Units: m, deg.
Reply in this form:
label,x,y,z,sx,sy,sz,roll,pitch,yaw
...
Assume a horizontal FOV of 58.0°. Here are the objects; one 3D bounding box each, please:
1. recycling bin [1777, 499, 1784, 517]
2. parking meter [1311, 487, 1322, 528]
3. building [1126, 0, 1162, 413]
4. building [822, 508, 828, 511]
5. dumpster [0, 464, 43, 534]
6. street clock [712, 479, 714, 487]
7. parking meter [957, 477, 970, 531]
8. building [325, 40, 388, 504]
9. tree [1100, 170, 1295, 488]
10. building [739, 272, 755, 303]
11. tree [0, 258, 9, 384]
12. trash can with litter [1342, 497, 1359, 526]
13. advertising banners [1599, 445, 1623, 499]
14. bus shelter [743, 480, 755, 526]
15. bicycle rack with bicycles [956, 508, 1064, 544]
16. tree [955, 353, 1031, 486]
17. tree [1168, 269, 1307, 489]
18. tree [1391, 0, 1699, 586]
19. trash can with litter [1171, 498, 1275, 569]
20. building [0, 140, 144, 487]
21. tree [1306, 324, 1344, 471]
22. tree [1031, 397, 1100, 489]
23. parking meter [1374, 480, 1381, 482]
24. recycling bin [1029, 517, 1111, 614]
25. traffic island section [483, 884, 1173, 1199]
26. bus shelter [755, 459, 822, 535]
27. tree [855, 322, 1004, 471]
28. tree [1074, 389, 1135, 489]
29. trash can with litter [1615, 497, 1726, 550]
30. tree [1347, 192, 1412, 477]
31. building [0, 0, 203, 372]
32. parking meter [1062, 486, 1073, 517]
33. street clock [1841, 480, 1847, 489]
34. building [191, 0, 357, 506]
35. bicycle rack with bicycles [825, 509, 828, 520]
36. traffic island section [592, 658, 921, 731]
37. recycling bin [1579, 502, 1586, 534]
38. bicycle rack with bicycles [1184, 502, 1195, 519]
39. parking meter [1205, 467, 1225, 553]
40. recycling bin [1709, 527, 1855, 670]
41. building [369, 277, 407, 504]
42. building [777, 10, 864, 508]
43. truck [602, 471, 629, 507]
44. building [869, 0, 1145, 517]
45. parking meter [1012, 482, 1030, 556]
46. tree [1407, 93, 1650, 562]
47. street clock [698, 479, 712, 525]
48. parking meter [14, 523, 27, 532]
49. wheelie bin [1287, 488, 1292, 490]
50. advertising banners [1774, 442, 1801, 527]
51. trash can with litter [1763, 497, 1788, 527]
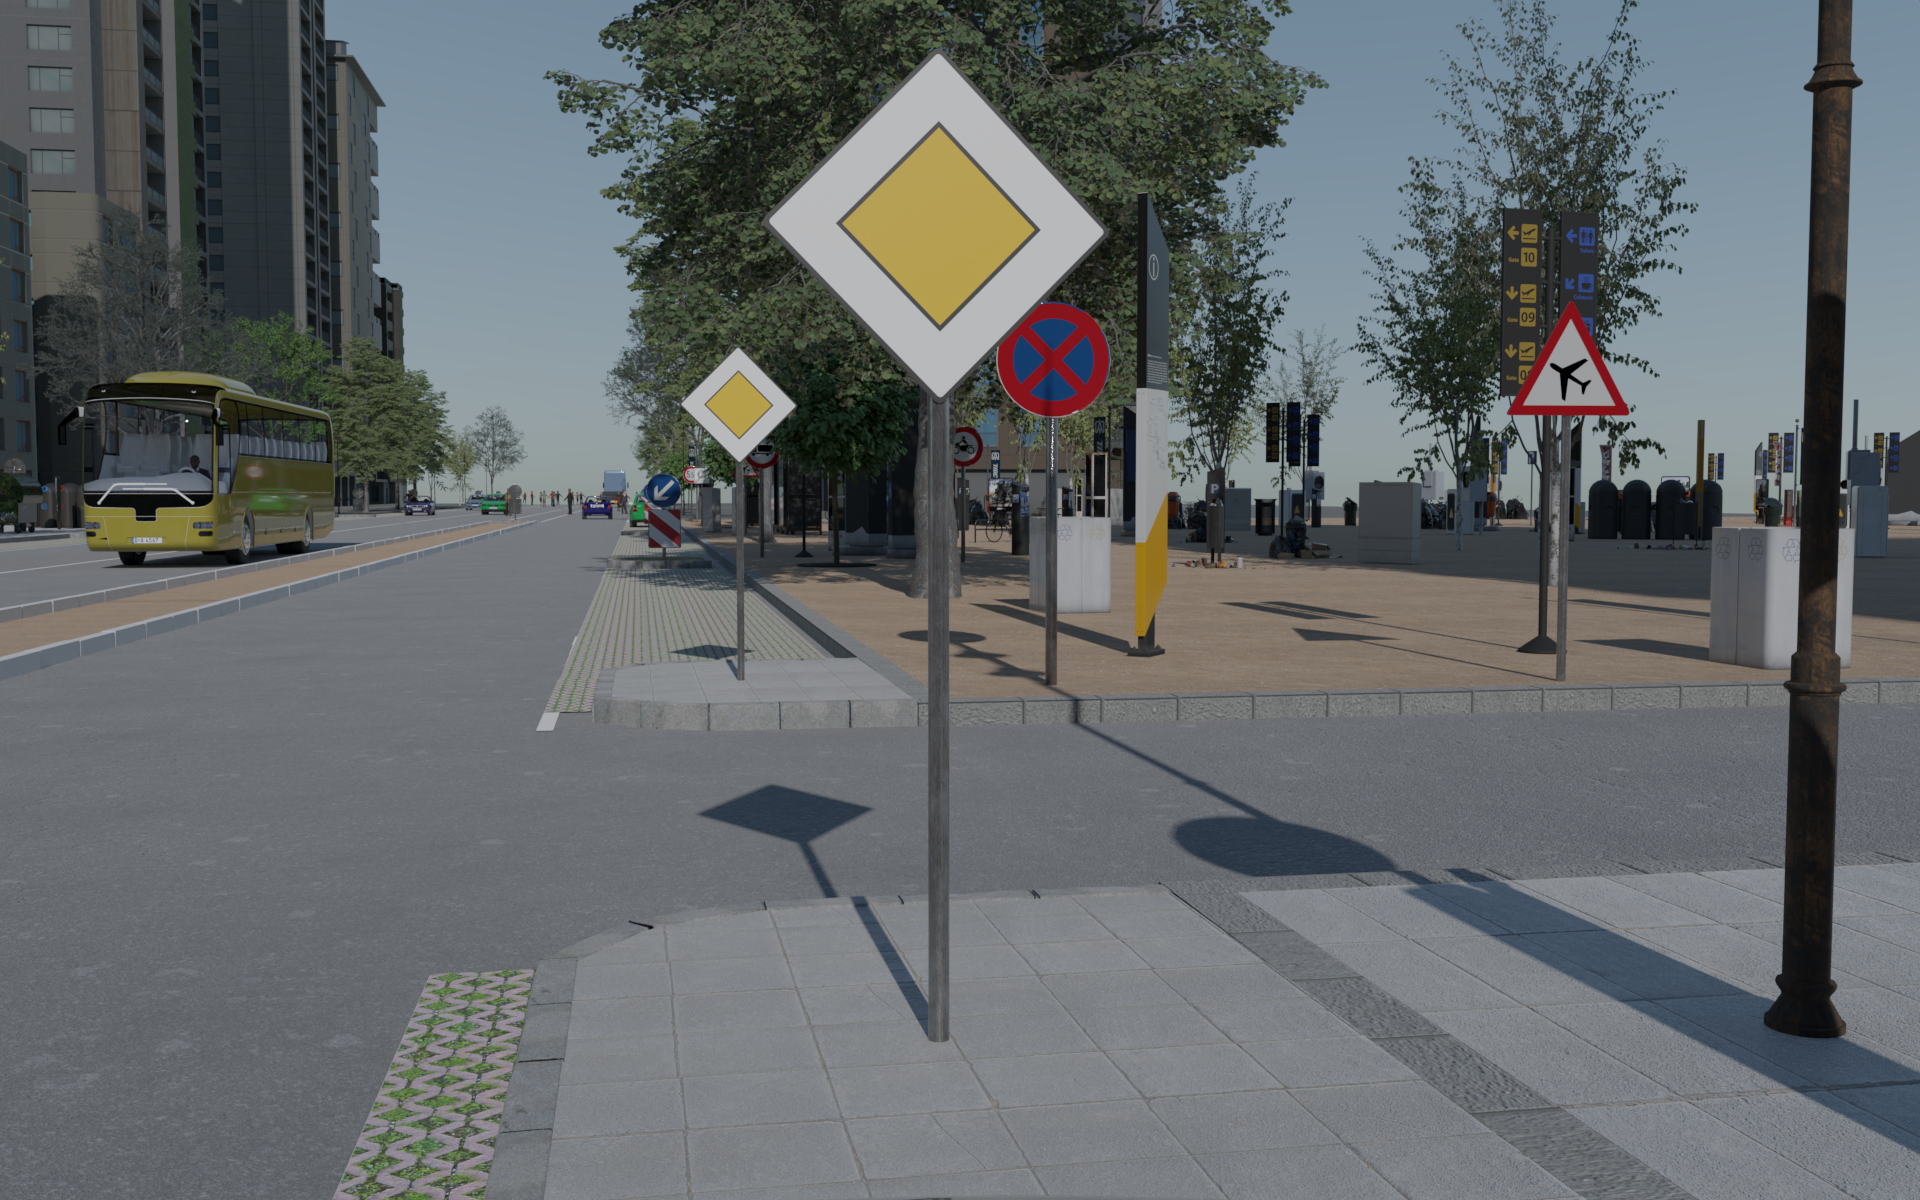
label,x,y,z,sx,sy,sz,roll,pitch,yaw
recycling bin,40.313,-4.447,85.267,0.722,1.027,0.722,3,4,37
parking meter,13.631,-3.536,66.227,0.372,1.533,0.369,0,3,0
building,1.396,-41.815,121.929,20.563,71.187,20.611,-1,4,-10
building,-1.940,-43.070,142.440,20.563,71.187,20.611,-1,4,-10
dumpster,-31.090,-3.310,56.605,1.502,2.255,1.985,-1,4,-10
street clock,-11.281,-4.488,77.943,0.471,2.002,0.358,3,5,44
parking meter,0.120,-3.356,60.575,0.399,1.863,0.255,2,4,35
building,-83.859,-37.618,204.285,28.713,52.752,27.495,-1,4,-10
tree,5.849,-5.480,39.952,4.737,8.622,4.395,0,3,0
building,-18.528,-35.305,231.858,22.147,44.769,28.867,-1,4,-10
tree,-29.104,-6.049,49.272,4.737,8.622,4.395,0,3,0
trash can with litter,16.015,-3.585,69.995,1.055,1.170,0.624,0,4,3
advertising banners,23.561,-3.995,61.500,2.074,3.025,0.090,-1,4,-15
bus shelter,-8.501,-5.836,73.043,2.179,5.291,8.768,-1,4,-11
bicycle rack with bicycles,1.841,-1.978,45.727,2.852,0.926,2.925,3,5,40
tree,-0.077,-7.850,78.704,4.737,8.622,4.395,0,3,0
tree,8.567,-6.539,57.277,4.360,8.622,3.978,0,3,0
tree,8.183,-4.491,23.798,4.360,8.622,3.978,0,3,0
trash can with litter,4.543,-1.197,30.631,1.678,1.210,2.233,0,4,-5
building,-62.157,-15.098,91.900,27.650,21.520,28.899,-1,4,-10
tree,14.706,-7.610,74.785,4.360,8.622,3.978,0,3,0
tree,5.304,-7.876,79.132,4.737,8.622,4.395,0,3,0
parking meter,17.411,-4.051,71.951,0.399,1.863,0.255,-1,4,-10
recycling bin,1.199,-0.390,18.923,0.722,1.027,0.722,-1,4,-16
traffic island section,-0.031,1.113,4.091,2.009,0.180,2.903,-1,4,-10
bus shelter,-5.426,-4.930,58.234,2.179,5.291,8.768,-1,4,-11
tree,-0.777,-6.426,55.430,4.360,8.622,3.978,0,3,0
tree,6.871,-8.281,85.753,4.360,8.622,3.978,0,3,0
trash can with litter,16.512,-1.795,40.409,2.233,1.210,1.678,2,4,27
tree,11.130,-5.423,39.033,4.737,8.622,4.395,0,3,0
building,-59.157,-26.308,113.727,14.154,41.232,14.086,-1,4,-10
parking meter,3.512,-2.950,56.652,0.372,1.533,0.369,0,3,0
street clock,44.920,-5.095,87.873,0.358,2.002,0.471,-3,5,-43
building,-75.121,-45.414,180.763,20.563,71.187,20.611,-1,4,-10
bicycle rack with bicycles,-4.869,-4.141,81.081,2.925,0.926,2.852,-1,4,-9
traffic island section,-1.488,0.632,11.942,2.009,0.180,2.903,-1,4,-10
recycling bin,19.860,-2.668,56.169,0.722,1.027,0.722,1,4,13
bicycle rack with bicycles,11.739,-4.301,83.702,2.852,0.926,2.925,2,4,33
parking meter,5.536,-1.949,37.582,0.399,1.863,0.255,1,4,20
recycling bin,6.156,-0.027,12.997,0.722,1.027,0.722,-1,4,-12
building,-80.812,-27.825,226.645,14.160,30.474,14.107,-1,4,-10
building,-14.728,-46.940,205.720,20.563,71.187,20.611,-1,4,-10
truck,-38.517,-12.365,191.918,2.967,4.110,18.799,-1,4,-9
building,2.277,-27.794,104.540,14.600,45.320,14.200,-1,4,-10
parking meter,1.264,-1.699,36.183,0.372,1.533,0.369,0,3,0
tree,10.967,-5.033,32.650,4.737,8.622,4.395,0,3,0
street clock,-10.819,-4.183,72.963,0.471,2.002,0.358,-1,4,-14
parking meter,-32.058,-3.097,59.040,0.372,1.533,0.369,0,3,0
wheelie bin,16.125,-4.715,85.005,0.693,1.594,0.980,2,4,25
advertising banners,28.262,-3.842,59.011,2.074,3.025,0.090,-2,4,-34
trash can with litter,26.572,-2.742,56.221,0.624,1.170,1.055,-1,4,-9
